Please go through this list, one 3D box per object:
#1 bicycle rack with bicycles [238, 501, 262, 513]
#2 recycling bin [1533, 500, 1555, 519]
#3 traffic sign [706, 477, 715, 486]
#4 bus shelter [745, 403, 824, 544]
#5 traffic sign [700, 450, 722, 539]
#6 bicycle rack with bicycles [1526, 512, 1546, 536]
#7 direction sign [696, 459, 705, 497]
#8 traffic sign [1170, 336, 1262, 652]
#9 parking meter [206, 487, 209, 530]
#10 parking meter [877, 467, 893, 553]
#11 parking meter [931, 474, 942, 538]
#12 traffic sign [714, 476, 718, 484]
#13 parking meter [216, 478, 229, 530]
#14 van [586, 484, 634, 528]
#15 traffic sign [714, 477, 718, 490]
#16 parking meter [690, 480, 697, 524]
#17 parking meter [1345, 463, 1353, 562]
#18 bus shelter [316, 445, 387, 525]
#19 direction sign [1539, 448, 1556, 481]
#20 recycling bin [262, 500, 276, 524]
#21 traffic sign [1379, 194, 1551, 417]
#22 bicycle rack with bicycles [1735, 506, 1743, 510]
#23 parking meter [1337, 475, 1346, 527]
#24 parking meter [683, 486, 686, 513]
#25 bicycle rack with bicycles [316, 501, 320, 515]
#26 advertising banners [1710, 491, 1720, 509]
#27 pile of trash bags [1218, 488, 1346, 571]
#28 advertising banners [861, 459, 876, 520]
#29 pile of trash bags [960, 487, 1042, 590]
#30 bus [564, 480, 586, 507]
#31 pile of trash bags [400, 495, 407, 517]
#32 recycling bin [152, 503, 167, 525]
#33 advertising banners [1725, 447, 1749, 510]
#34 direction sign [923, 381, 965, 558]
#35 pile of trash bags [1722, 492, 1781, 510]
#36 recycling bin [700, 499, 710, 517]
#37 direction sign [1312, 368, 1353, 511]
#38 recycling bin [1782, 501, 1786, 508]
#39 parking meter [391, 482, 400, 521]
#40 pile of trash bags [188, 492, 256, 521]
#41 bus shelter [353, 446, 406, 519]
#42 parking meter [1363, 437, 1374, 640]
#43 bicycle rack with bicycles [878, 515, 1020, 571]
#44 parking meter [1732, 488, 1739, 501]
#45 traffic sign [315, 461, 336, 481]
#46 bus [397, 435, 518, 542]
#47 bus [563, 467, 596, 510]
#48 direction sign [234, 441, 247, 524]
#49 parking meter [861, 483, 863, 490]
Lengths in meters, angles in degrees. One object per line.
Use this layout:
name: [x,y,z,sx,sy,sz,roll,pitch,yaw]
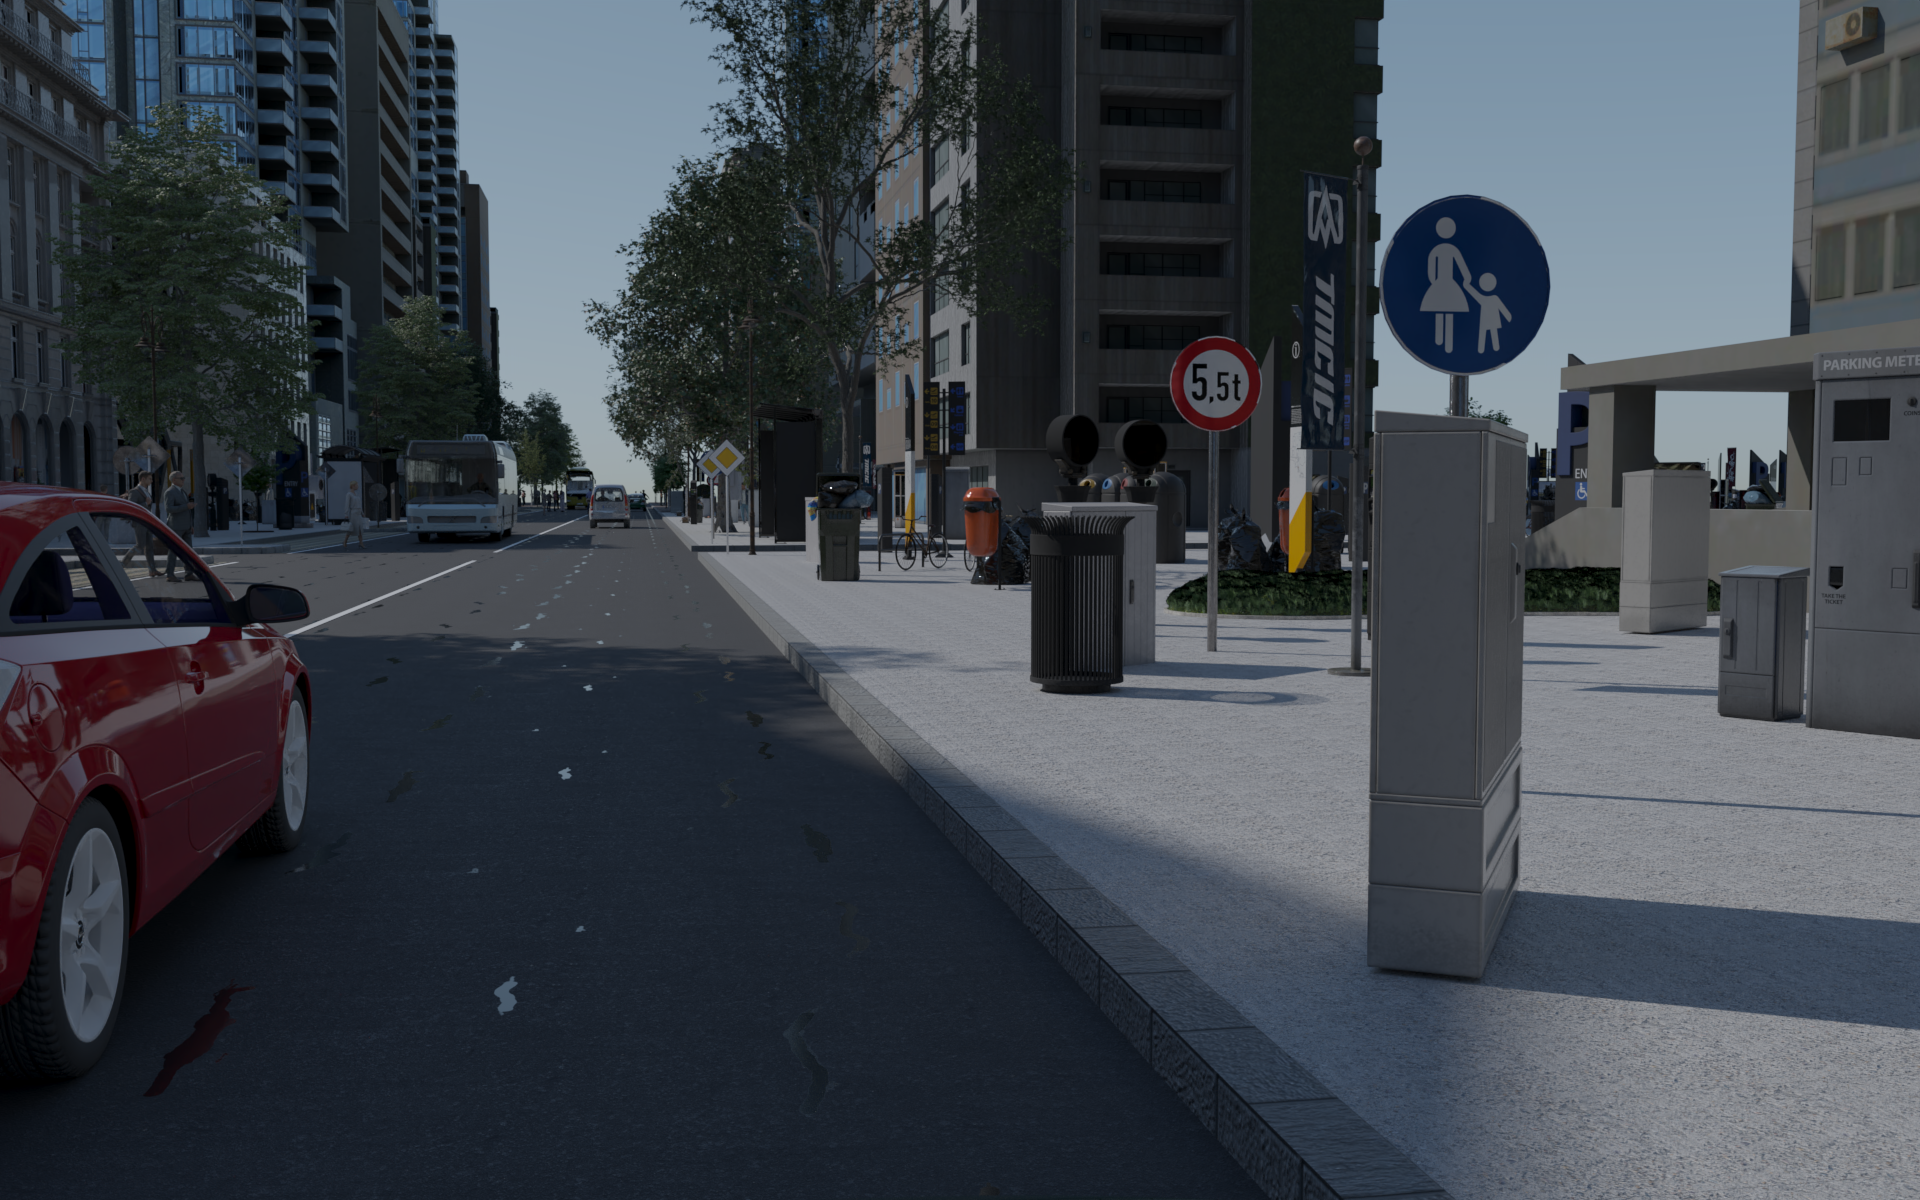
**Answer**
bicycle rack with bicycles: [-36.745,-4.693,90.111,2.925,0.926,2.852,1,4,14]
recycling bin: [23.267,-3.452,68.987,0.722,1.027,0.722,0,4,-4]
traffic sign: [-16.117,-6.888,112.723,0.768,2.556,0.104,0,4,-7]
bus shelter: [-4.850,-3.452,47.718,1.731,3.624,6.357,-1,4,-10]
traffic sign: [-7.099,-3.036,49.744,0.768,2.556,0.104,-1,4,-10]
bicycle rack with bicycles: [18.100,-2.279,50.642,2.852,0.926,2.925,0,4,-2]
direction sign: [-16.622,-7.279,111.003,0.379,3.537,0.876,2,4,27]
traffic sign: [2.057,-0.853,14.054,0.768,2.556,0.104,-1,4,-9]
parking meter: [-26.966,-3.259,61.696,0.372,1.533,0.369,0,3,0]
parking meter: [-1.647,-1.976,38.025,0.255,1.863,0.399,-1,4,-19]
parking meter: [-0.688,-2.736,50.452,0.255,1.863,0.399,1,4,15]
traffic sign: [-13.151,-5.790,94.668,0.884,2.594,0.081,-1,4,-9]
parking meter: [-26.095,-3.400,61.296,0.255,1.863,0.399,1,4,14]
van: [-14.915,-4.086,73.818,2.013,2.044,4.112,-1,4,-10]
traffic sign: [-15.588,-6.818,111.581,0.768,2.556,0.104,-1,4,-9]
parking meter: [-11.247,-4.125,73.152,0.255,1.863,0.399,0,4,-3]
parking meter: [7.603,-1.667,32.962,0.255,1.863,0.399,3,5,43]
bus shelter: [-25.819,-4.879,73.698,2.014,3.302,5.546,-1,4,-11]
direction sign: [28.982,-5.707,85.310,0.876,3.537,0.379,1,4,21]
recycling bin: [-29.228,-3.746,73.795,0.722,1.027,0.722,1,4,17]
traffic sign: [2.149,-0.451,7.482,0.768,2.556,0.104,-1,4,-8]
bicycle rack with bicycles: [23.532,-2.496,54.192,2.925,0.926,2.852,-3,5,-41]
parking meter: [12.031,-2.975,54.352,0.399,1.863,0.255,1,4,16]
parking meter: [-17.750,-6.506,112.083,0.399,1.863,0.255,-1,4,-9]
bicycle rack with bicycles: [-39.337,-5.785,107.960,2.925,0.926,2.852,0,4,4]
advertising banners: [41.822,-6.103,95.965,2.074,3.025,0.090,1,4,17]
pile of trash bags: [4.706,-0.958,25.423,1.912,1.369,3.447,0,4,2]
advertising banners: [-4.565,-5.503,86.154,0.090,3.025,2.074,1,4,22]
pile of trash bags: [0.981,-0.903,24.520,1.912,1.369,3.447,2,4,28]
bus: [-40.323,-11.740,183.491,2.896,3.916,12.252,-1,4,-12]
pile of trash bags: [-30.895,-5.200,94.765,1.912,1.369,3.447,0,4,-4]
recycling bin: [-21.869,-2.101,46.913,0.722,1.027,0.722,-2,4,-24]
advertising banners: [29.056,-4.155,64.120,0.090,3.025,2.074,-1,4,-14]
direction sign: [-0.320,-2.626,34.932,0.876,3.537,0.379,1,4,15]
pile of trash bags: [30.709,-3.490,66.817,3.447,1.369,1.912,-3,5,-40]
recycling bin: [-14.253,-5.148,96.717,0.722,1.027,0.722,-3,5,-40]
direction sign: [6.715,-2.413,31.451,0.876,3.537,0.379,3,5,44]
recycling bin: [28.359,-2.924,60.359,0.722,1.027,0.722,2,4,30]
parking meter: [-26.815,-4.681,82.250,0.399,1.863,0.255,3,5,39]
pile of trash bags: [-35.160,-4.426,82.125,1.912,1.369,3.447,1,4,22]
bus shelter: [-29.465,-5.920,88.079,1.731,3.624,6.357,-1,4,-10]
parking meter: [3.767,-0.577,15.152,0.399,1.863,0.255,-3,5,-44]
bicycle rack with bicycles: [0.004,-0.973,29.292,2.852,0.926,2.925,2,4,24]
parking meter: [34.988,-4.262,78.092,0.372,1.533,0.369,0,3,0]
traffic sign: [-25.377,-4.254,69.282,0.795,2.593,0.064,-1,4,-10]
bus: [-15.727,-3.689,55.171,2.948,3.499,13.247,-1,4,-12]
bus: [-35.617,-10.451,162.414,2.896,3.916,12.252,-1,4,-12]
direction sign: [-30.444,-4.975,73.343,0.876,3.537,0.379,3,4,36]
parking meter: [-5.330,-5.251,91.563,0.255,1.863,0.399,3,5,40]
